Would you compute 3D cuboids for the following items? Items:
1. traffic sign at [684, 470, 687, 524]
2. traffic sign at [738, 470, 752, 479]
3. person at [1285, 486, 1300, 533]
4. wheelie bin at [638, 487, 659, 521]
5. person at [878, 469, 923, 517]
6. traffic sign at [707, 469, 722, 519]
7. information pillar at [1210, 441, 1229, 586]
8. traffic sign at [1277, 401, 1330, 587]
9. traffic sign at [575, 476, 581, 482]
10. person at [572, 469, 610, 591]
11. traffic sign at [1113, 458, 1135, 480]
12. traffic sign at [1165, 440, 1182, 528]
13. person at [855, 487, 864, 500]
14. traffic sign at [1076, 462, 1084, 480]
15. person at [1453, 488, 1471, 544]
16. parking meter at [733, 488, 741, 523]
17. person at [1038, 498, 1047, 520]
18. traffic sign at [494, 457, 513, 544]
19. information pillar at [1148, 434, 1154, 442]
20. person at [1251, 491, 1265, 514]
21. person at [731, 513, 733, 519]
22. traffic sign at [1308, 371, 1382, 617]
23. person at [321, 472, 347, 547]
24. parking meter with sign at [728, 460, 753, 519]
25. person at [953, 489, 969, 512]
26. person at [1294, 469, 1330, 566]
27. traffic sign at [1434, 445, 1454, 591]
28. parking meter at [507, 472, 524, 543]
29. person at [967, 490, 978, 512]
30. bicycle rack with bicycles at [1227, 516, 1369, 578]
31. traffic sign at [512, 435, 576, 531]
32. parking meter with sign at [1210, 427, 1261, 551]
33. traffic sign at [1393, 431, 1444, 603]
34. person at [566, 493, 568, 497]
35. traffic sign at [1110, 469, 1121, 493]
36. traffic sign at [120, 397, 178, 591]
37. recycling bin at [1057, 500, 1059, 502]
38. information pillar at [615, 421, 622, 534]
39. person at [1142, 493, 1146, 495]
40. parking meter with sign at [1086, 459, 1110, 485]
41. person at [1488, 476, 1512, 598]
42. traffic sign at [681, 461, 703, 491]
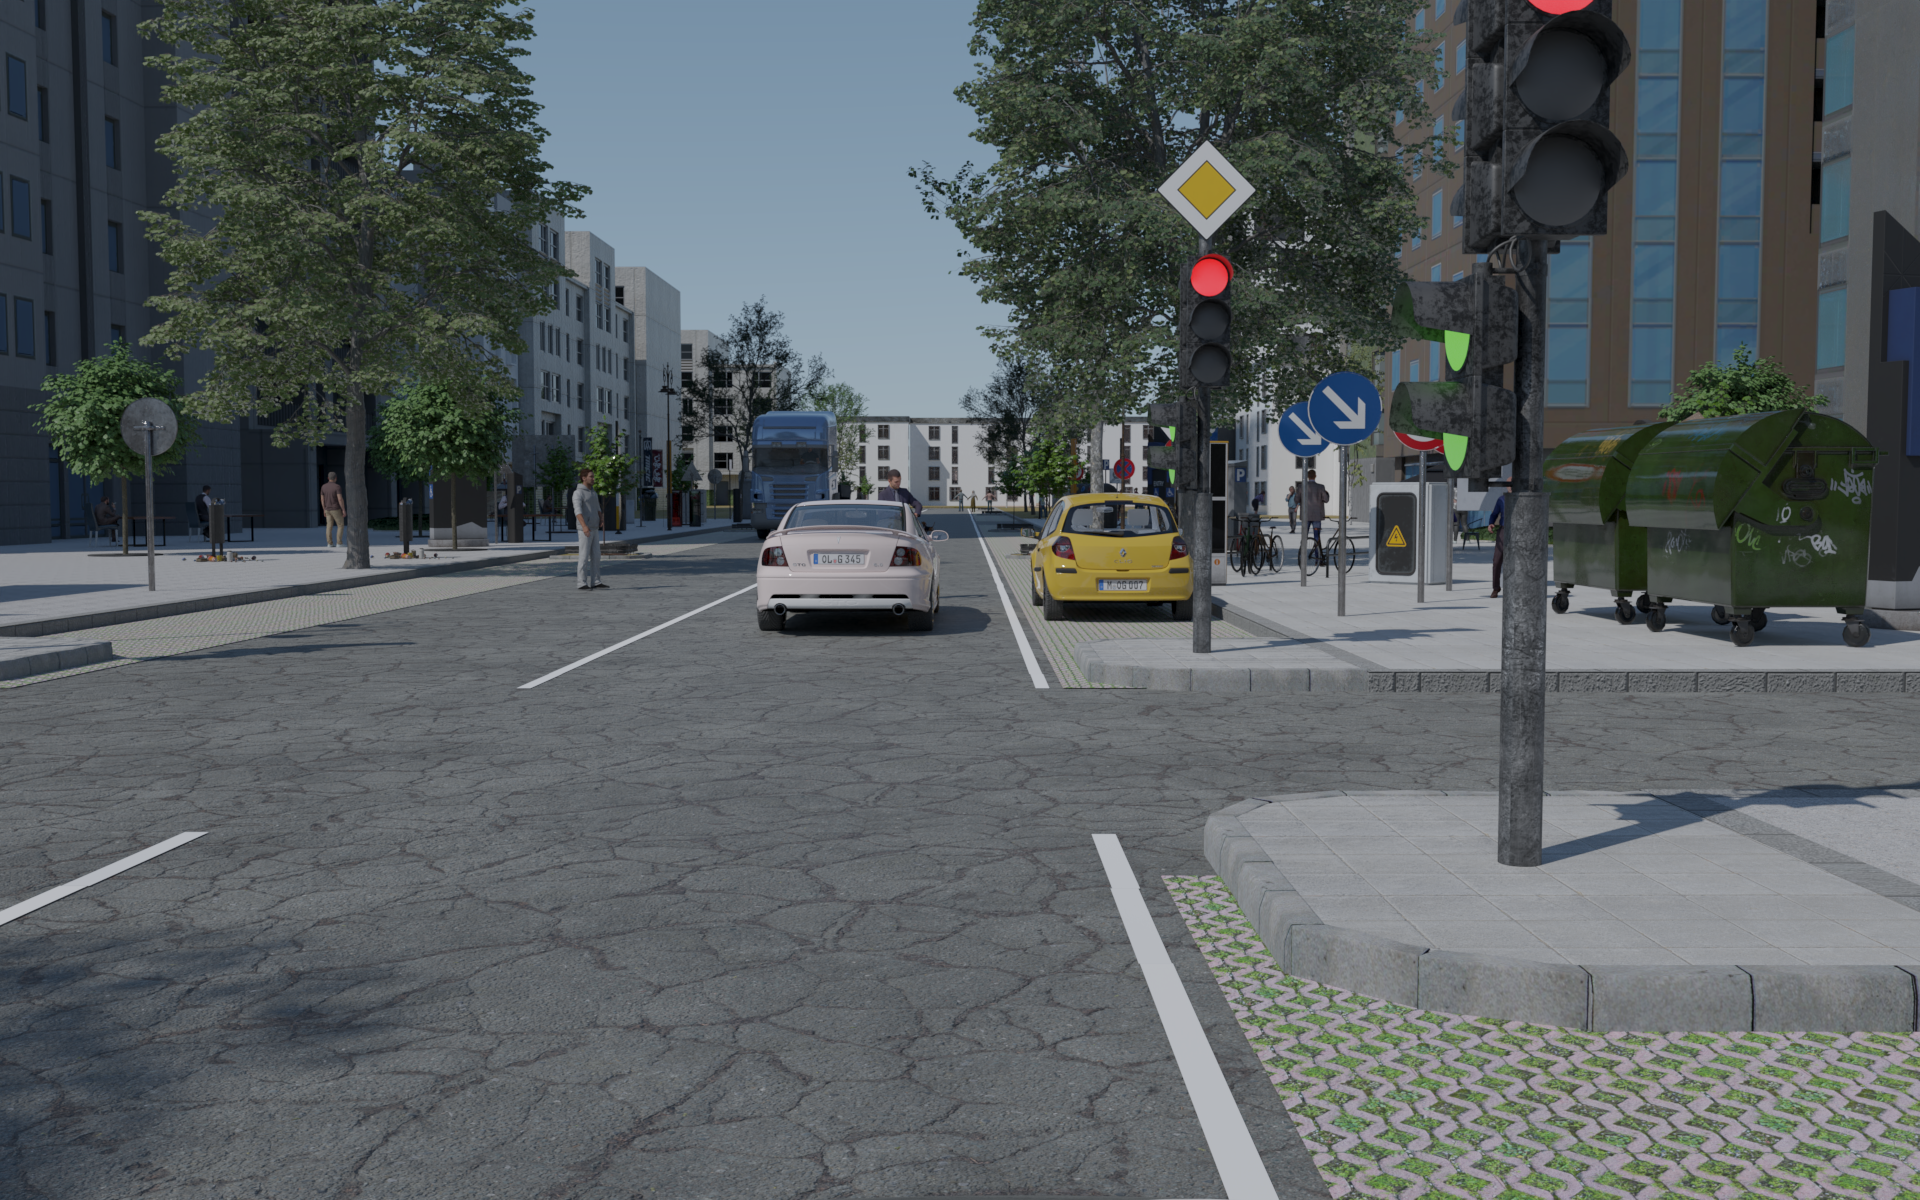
[{"bbox_3d":[-11.919,-4.598,75.287,0.768,2.556,0.104,0,4,0],"label":"traffic sign"},{"bbox_3d":[-10.916,-5.387,88.176,0.768,2.556,0.104,0,4,1],"label":"traffic sign"},{"bbox_3d":[10.887,-2.956,56.579,0.429,1.552,0.499,-2,4,-33],"label":"person"},{"bbox_3d":[-14.861,-4.583,82.842,0.980,1.594,0.693,-2,4,-31],"label":"wheelie bin"},{"bbox_3d":[-0.750,-0.882,23.372,0.683,1.767,0.568,-2,4,-33],"label":"person"},{"bbox_3d":[-12.405,-5.354,87.642,0.768,2.556,0.104,0,4,5],"label":"traffic sign"},{"bbox_3d":[3.538,-1.204,24.177,0.304,2.012,0.304,-1,4,-15],"label":"information pillar"},{"bbox_3d":[4.764,-1.457,23.930,0.768,2.556,0.104,0,4,7],"label":"traffic sign"},{"bbox_3d":[-12.776,-3.468,58.831,0.606,2.300,0.079,0,4,5],"label":"traffic sign"},{"bbox_3d":[-5.487,-1.046,25.744,0.789,1.805,0.875,1,4,23],"label":"person"},{"bbox_3d":[5.786,-3.729,61.067,0.768,2.556,0.104,0,4,5],"label":"traffic sign"},{"bbox_3d":[4.838,-2.318,38.001,0.768,2.556,0.104,0,4,1],"label":"traffic sign"},{"bbox_3d":[-5.563,-5.326,95.595,0.705,1.823,1.348,-1,4,-23],"label":"person"},{"bbox_3d":[4.534,-4.190,68.614,0.768,2.556,0.104,0,4,4],"label":"traffic sign"},{"bbox_3d":[12.931,-2.325,44.778,0.841,1.734,0.376,0,4,4],"label":"person"},{"bbox_3d":[-10.040,-4.258,78.030,0.372,1.533,0.369,0,3,0],"label":"parking meter"},{"bbox_3d":[4.187,-4.702,86.827,0.435,1.345,0.340,-2,4,-30],"label":"person"},{"bbox_3d":[-11.939,-2.723,44.532,0.884,2.594,0.081,0,4,2],"label":"traffic sign"},{"bbox_3d":[7.514,-4.668,67.673,0.504,3.616,0.183,-3,5,-40],"label":"information pillar"},{"bbox_3d":[13.287,-4.149,77.106,0.697,1.427,0.421,-2,4,-27],"label":"person"},{"bbox_3d":[-11.533,-4.423,88.833,0.381,0.543,0.357,0,4,4],"label":"person"},{"bbox_3d":[4.003,-1.100,18.098,0.768,2.556,0.104,0,4,3],"label":"traffic sign"},{"bbox_3d":[-15.039,-2.171,41.663,0.598,1.807,0.434,2,4,26],"label":"person"},{"bbox_3d":[-10.804,-5.579,87.478,1.738,3.016,0.543,0,4,4],"label":"parking meter with sign"},{"bbox_3d":[0.087,-8.152,141.864,1.350,1.814,0.705,-1,4,-16],"label":"person"},{"bbox_3d":[6.311,-1.479,31.054,0.655,1.722,0.431,2,4,25],"label":"person"},{"bbox_3d":[6.474,-1.391,22.852,0.768,2.556,0.104,0,4,2],"label":"traffic sign"},{"bbox_3d":[-11.642,-2.425,45.366,0.255,1.863,0.399,2,4,24],"label":"parking meter"},{"bbox_3d":[0.975,-7.726,135.548,0.721,1.736,1.217,-3,5,-43],"label":"person"},{"bbox_3d":[5.207,-0.872,27.645,2.852,0.926,2.925,3,4,36],"label":"bicycle rack with bicycles"},{"bbox_3d":[-14.337,-4.023,59.652,2.265,3.308,0.079,0,4,7],"label":"traffic sign"},{"bbox_3d":[6.132,-2.631,39.282,0.543,3.016,1.738,-2,4,-31],"label":"parking meter with sign"},{"bbox_3d":[5.440,-1.239,20.369,0.768,2.556,0.104,1,4,8],"label":"traffic sign"},{"bbox_3d":[-18.994,-4.668,84.429,0.319,1.574,0.516,3,4,37],"label":"person"},{"bbox_3d":[6.216,-4.065,68.590,0.606,2.300,0.079,1,4,8],"label":"traffic sign"},{"bbox_3d":[-10.695,-1.391,22.850,0.768,2.556,0.104,0,4,2],"label":"traffic sign"},{"bbox_3d":[4.630,-3.767,74.147,0.722,1.027,0.722,-2,4,-26],"label":"recycling bin"},{"bbox_3d":[-10.944,-3.921,55.456,0.183,3.616,0.504,0,4,-3],"label":"information pillar"},{"bbox_3d":[7.457,-3.772,71.625,0.435,1.345,0.340,0,4,2],"label":"person"},{"bbox_3d":[6.651,-5.560,87.161,1.738,3.016,0.543,3,5,40],"label":"parking meter with sign"},{"bbox_3d":[6.617,-0.753,21.041,0.600,1.496,0.574,-3,4,-39],"label":"person"},{"bbox_3d":[-10.663,-4.212,68.869,0.884,2.594,0.081,0,4,3],"label":"traffic sign"}]
